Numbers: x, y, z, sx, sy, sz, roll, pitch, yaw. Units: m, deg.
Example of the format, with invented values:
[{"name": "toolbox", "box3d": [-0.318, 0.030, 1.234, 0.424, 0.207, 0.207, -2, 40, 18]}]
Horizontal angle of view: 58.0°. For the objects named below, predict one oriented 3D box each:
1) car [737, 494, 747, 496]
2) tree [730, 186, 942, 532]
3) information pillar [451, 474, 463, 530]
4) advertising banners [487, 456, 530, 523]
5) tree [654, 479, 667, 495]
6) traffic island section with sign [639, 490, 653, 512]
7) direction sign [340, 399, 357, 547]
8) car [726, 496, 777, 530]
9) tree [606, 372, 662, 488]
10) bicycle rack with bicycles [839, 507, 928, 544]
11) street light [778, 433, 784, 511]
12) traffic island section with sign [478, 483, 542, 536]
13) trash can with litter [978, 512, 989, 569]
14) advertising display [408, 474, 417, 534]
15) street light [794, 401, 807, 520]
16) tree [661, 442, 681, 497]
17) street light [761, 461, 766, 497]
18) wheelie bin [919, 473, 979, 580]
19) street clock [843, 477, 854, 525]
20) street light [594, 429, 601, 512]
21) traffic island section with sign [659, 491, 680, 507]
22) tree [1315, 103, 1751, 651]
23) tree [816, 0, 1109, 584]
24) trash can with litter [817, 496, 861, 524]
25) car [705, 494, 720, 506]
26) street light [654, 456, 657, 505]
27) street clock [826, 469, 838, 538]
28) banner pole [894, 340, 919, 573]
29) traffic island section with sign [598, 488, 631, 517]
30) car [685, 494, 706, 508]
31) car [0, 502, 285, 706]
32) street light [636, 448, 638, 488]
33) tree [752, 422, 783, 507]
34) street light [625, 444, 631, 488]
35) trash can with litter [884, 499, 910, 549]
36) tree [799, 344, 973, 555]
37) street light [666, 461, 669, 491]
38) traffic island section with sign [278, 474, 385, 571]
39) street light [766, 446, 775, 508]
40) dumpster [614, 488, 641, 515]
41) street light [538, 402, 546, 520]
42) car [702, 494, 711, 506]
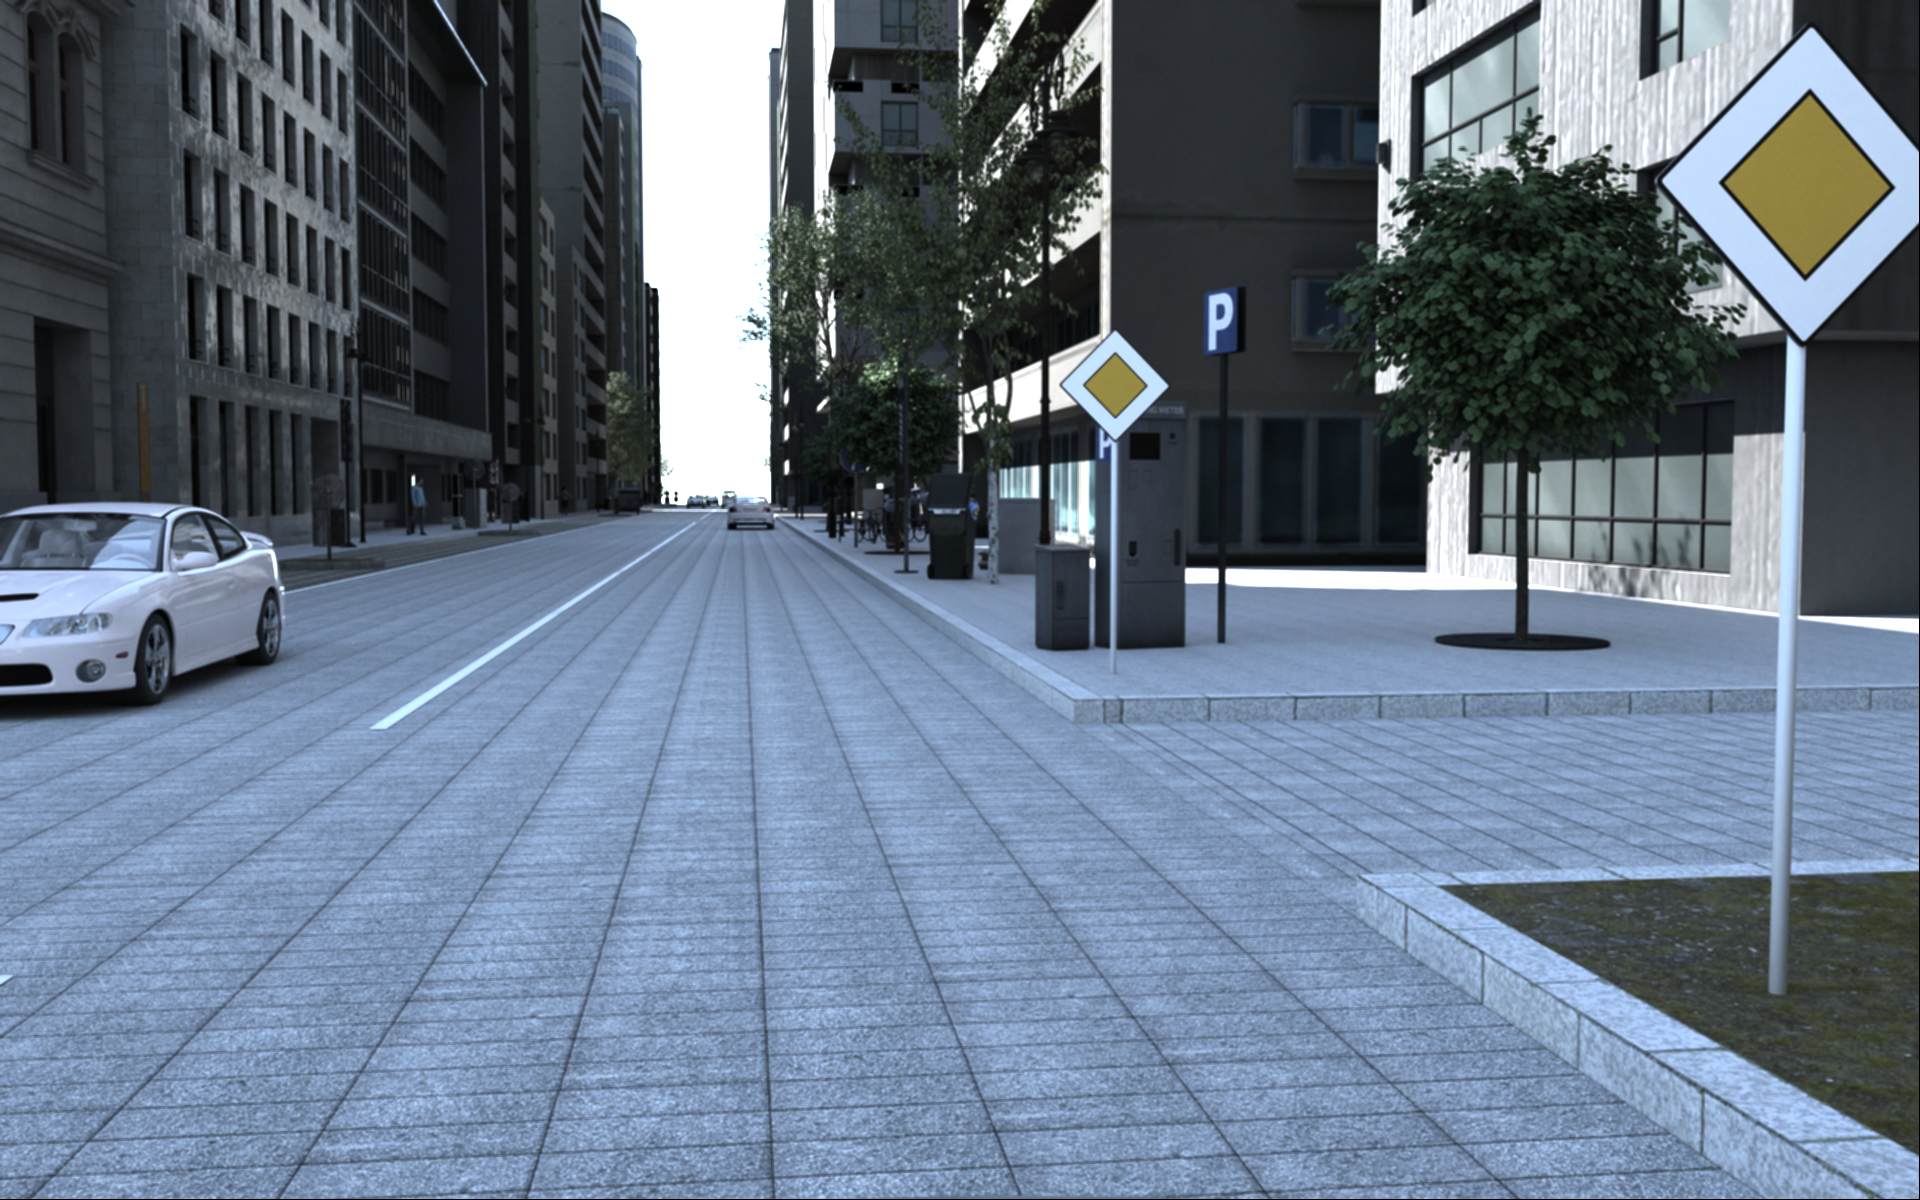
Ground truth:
[{"name": "car", "box3d": [-24.792, -11.432, 195.953, 2.155, 1.783, 4.494, 0, 4, -7]}, {"name": "tree", "box3d": [-4.255, -8.110, 58.355, 9.928, 11.665, 9.643, 0, 3, 0]}, {"name": "information pillar", "box3d": [-18.182, -3.557, 62.650, 0.304, 2.012, 0.304, 1, 4, 10]}, {"name": "advertising banners", "box3d": [-21.814, -5.345, 83.582, 2.074, 3.025, 0.090, 0, 4, 3]}, {"name": "tree", "box3d": [-37.497, -13.607, 217.069, 1.663, 3.219, 1.824, 0, 3, 0]}, {"name": "traffic island section with sign", "box3d": [-25.358, -7.855, 137.049, 1.989, 1.847, 2.006, 0, 4, -7]}, {"name": "direction sign", "box3d": [-14.745, -3.037, 41.660, 0.379, 3.537, 0.876, 0, 4, -6]}, {"name": "car", "box3d": [-8.575, -3.596, 71.164, 2.083, 1.381, 4.827, 0, 4, -5]}, {"name": "tree", "box3d": [-31.465, -14.853, 160.967, 7.486, 12.596, 7.792, 0, 3, 0]}, {"name": "bicycle rack with bicycles", "box3d": [-1.961, -2.004, 46.143, 2.852, 0.926, 2.925, -2, 4, -33]}, {"name": "street light", "box3d": [-13.217, -9.503, 128.158, 0.468, 5.910, 1.993, 0, 4, -7]}, {"name": "traffic island section with sign", "box3d": [-15.557, -3.139, 59.948, 1.989, 1.847, 2.006, 0, 4, -7]}, {"name": "trash can with litter", "box3d": [0.709, -1.124, 29.762, 0.624, 1.170, 1.055, 1, 4, 20]}, {"name": "advertising display", "box3d": [-17.602, -3.086, 55.666, 0.123, 1.923, 0.974, -1, 4, -10]}, {"name": "street light", "box3d": [-7.906, -6.955, 86.502, 0.468, 5.910, 1.993, 0, 4, -7]}, {"name": "tree", "box3d": [-41.240, -17.930, 243.513, 4.737, 8.622, 4.395, 0, 3, 0]}, {"name": "street light", "box3d": [-23.634, -14.531, 210.377, 0.468, 5.910, 1.993, 0, 4, -7]}, {"name": "wheelie bin", "box3d": [-0.142, -1.119, 26.201, 0.980, 1.594, 0.693, 1, 4, 15]}, {"name": "street clock", "box3d": [-4.669, -4.171, 72.760, 0.471, 2.002, 0.358, -2, 4, -29]}, {"name": "street light", "box3d": [-25.379, -9.085, 121.329, 0.468, 5.910, 1.993, 0, 4, -7]}, {"name": "traffic island section with sign", "box3d": [-32.276, -11.178, 191.395, 1.989, 1.847, 2.006, 0, 4, -7]}, {"name": "tree", "box3d": [4.804, -1.904, 14.840, 4.285, 4.588, 4.351, 0, 3, 0]}, {"name": "tree", "box3d": [0.254, -4.528, 24.397, 4.737, 8.622, 4.395, 0, 3, 0]}, {"name": "trash can with litter", "box3d": [-4.952, -3.913, 75.041, 2.233, 1.210, 1.678, 1, 4, 10]}, {"name": "car", "box3d": [-30.556, -12.311, 213.078, 2.131, 1.459, 4.920, -1, 4, -8]}, {"name": "street light", "box3d": [-35.867, -14.135, 203.896, 0.468, 5.910, 1.993, 0, 4, -7]}, {"name": "street clock", "box3d": [-3.731, -2.819, 50.653, 0.358, 2.002, 0.471, -1, 4, -15]}, {"name": "banner pole", "box3d": [-0.932, -2.346, 28.376, 0.401, 3.779, 0.863, -1, 4, -14]}, {"name": "traffic island section with sign", "box3d": [-21.916, -6.198, 109.957, 1.989, 1.847, 2.006, 0, 4, -7]}, {"name": "car", "box3d": [-26.847, -10.049, 176.094, 2.131, 1.459, 4.920, 0, 4, -6]}, {"name": "car", "box3d": [-6.544, -0.047, 13.129, 2.083, 1.381, 4.827, 0, 4, -7]}, {"name": "street light", "box3d": [-31.546, -12.021, 169.323, 0.468, 5.910, 1.993, 0, 4, -7]}, {"name": "tree", "box3d": [-18.203, -13.475, 170.686, 4.360, 8.622, 3.978, 0, 3, 0]}, {"name": "street light", "box3d": [-29.796, -11.182, 155.611, 0.468, 5.910, 1.993, 0, 4, -7]}, {"name": "trash can with litter", "box3d": [-1.479, -1.804, 40.887, 0.624, 1.170, 1.055, 0, 4, -3]}, {"name": "tree", "box3d": [-1.268, -3.273, 37.225, 4.285, 4.588, 4.351, 0, 3, 0]}, {"name": "street light", "box3d": [-40.244, -16.238, 238.280, 0.468, 5.910, 1.993, 0, 4, -7]}, {"name": "traffic island section with sign", "box3d": [-12.164, -1.503, 33.207, 1.989, 1.847, 2.006, 0, 4, -7]}, {"name": "street light", "box3d": [-19.182, -12.408, 175.663, 0.468, 5.910, 1.993, 0, 4, -7]}, {"name": "dumpster", "box3d": [-22.906, -6.789, 119.212, 1.865, 1.857, 1.264, 0, 4, -8]}, {"name": "street light", "box3d": [-21.029, -6.988, 87.038, 0.468, 5.910, 1.993, 0, 4, -7]}, {"name": "car", "box3d": [-30.816, -12.136, 207.214, 1.959, 1.807, 4.718, 0, 4, -6]}]
